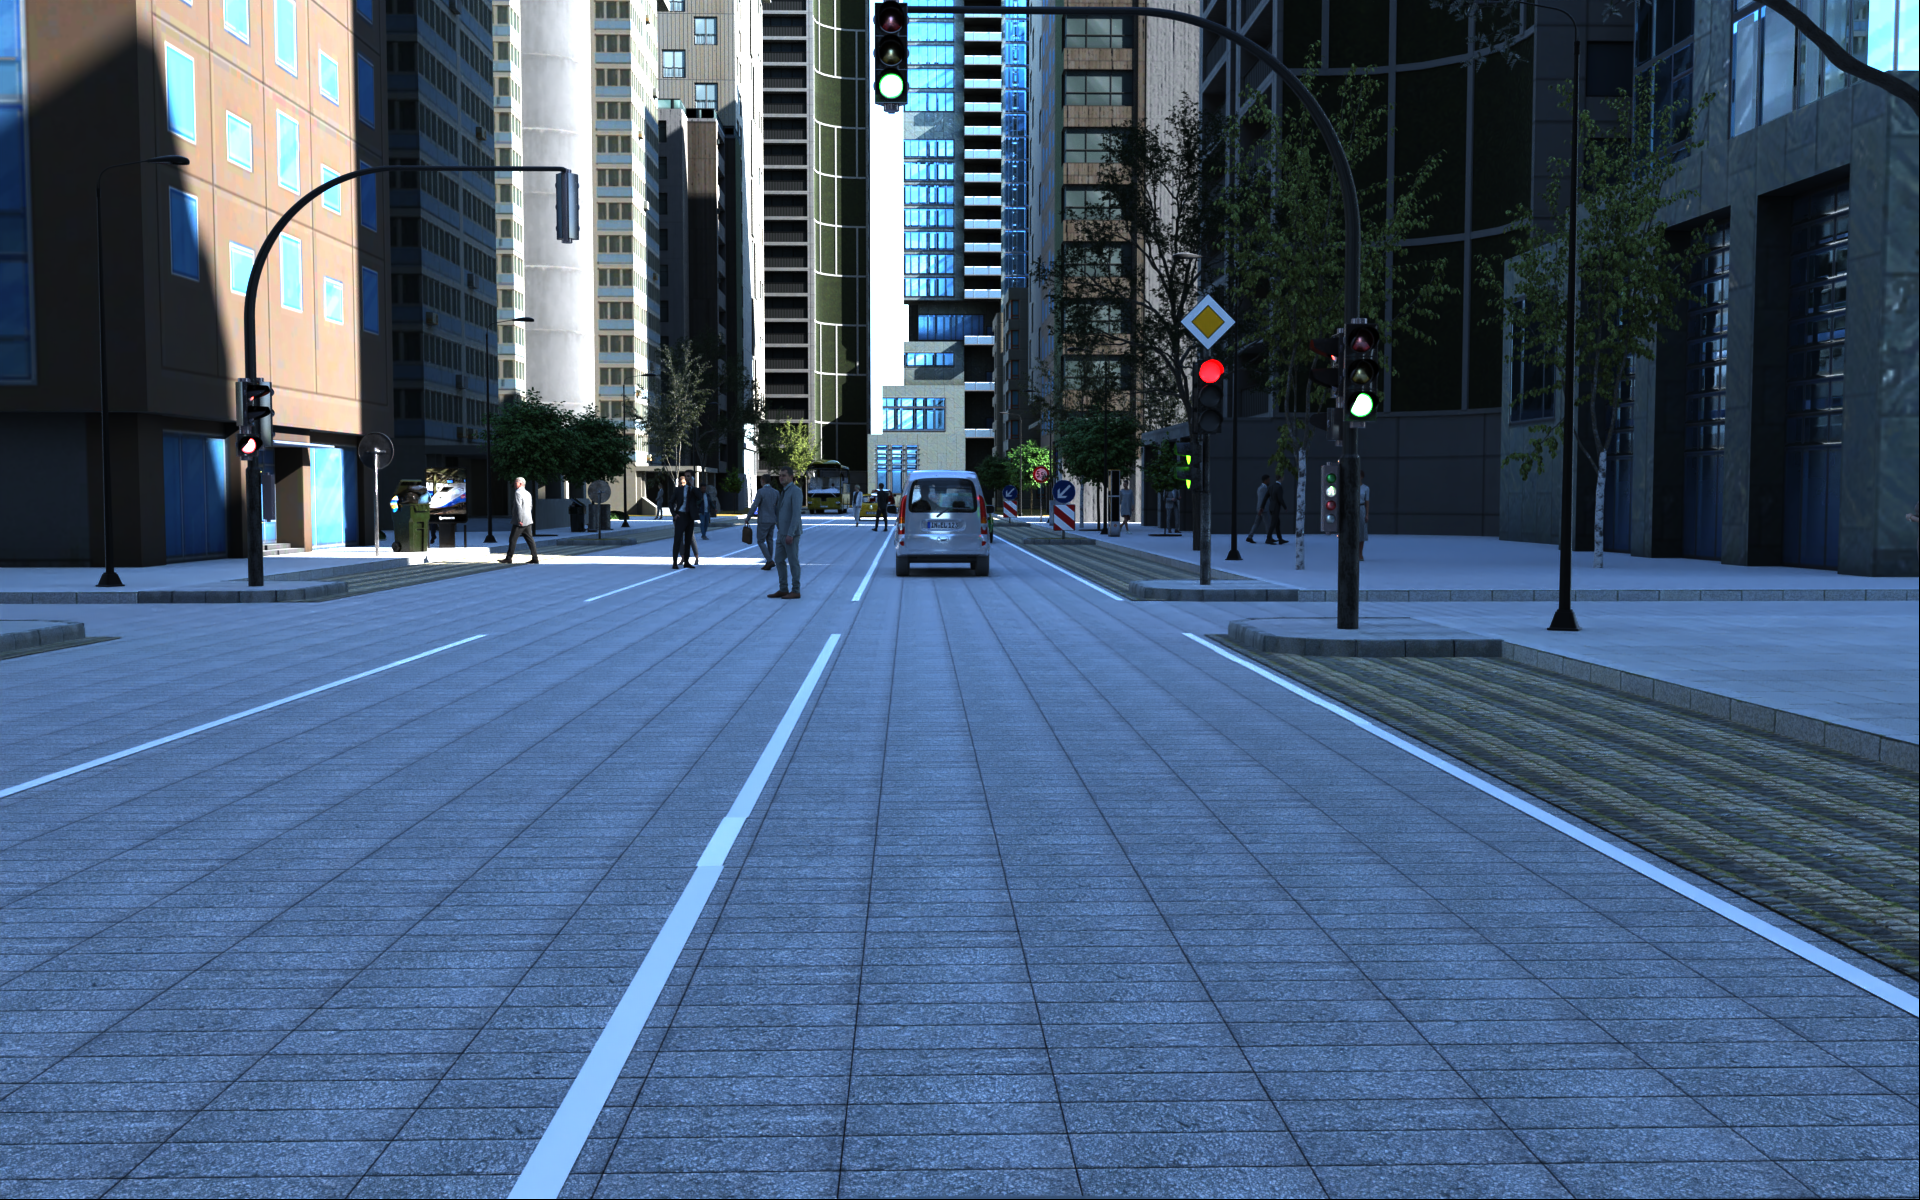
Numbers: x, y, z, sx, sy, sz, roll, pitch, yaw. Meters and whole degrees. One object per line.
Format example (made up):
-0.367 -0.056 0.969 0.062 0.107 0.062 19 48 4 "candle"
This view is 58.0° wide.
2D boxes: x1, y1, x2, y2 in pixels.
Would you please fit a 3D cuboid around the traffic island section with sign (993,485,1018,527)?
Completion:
2.061 -4.153 76.533 1.989 1.847 2.006 0 4 -2 "traffic island section with sign"

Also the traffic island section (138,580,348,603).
-9.842 -0.116 24.170 2.009 0.180 2.903 0 4 -2 "traffic island section"

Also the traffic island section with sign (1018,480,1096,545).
2.802 -2.505 49.588 1.989 1.847 2.006 0 4 -2 "traffic island section with sign"

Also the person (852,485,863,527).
-4.501 -4.142 76.097 0.514 1.842 0.818 1 4 9 "person"

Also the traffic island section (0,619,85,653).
-9.622 0.373 16.188 2.009 0.180 2.903 0 4 -2 "traffic island section"

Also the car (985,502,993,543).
0.011 -2.656 52.229 1.959 1.807 4.718 0 4 -3 "car"

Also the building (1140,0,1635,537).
17.809 -37.902 57.949 20.563 71.187 20.611 0 4 -2 "building"

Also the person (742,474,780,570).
-3.692 -1.477 32.765 0.853 1.813 0.709 3 5 44 "person"

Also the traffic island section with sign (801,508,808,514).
-12.318 -7.193 126.237 1.989 1.847 2.006 0 4 -2 "traffic island section with sign"

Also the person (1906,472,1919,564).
10.581 -0.620 18.971 0.599 1.781 0.374 -3 5 -44 "person"

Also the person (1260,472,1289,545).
8.057 -2.328 43.885 0.755 1.850 0.659 -1 4 -18 "person"

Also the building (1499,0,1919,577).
29.272 -44.220 35.667 31.000 86.520 22.319 0 4 -2 "building"

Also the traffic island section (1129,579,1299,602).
3.494 -0.138 24.531 2.009 0.180 2.903 0 4 -2 "traffic island section"

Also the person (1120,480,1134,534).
5.309 -2.997 55.792 0.466 1.731 0.760 -3 4 -37 "person"

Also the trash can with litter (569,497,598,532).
-12.640 -2.872 58.346 1.055 1.170 0.624 0 4 6 "trash can with litter"

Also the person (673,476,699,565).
-5.561 -1.603 34.988 0.520 1.790 0.573 -1 4 -17 "person"

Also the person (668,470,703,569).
-5.267 -1.559 33.358 0.648 1.900 0.474 -2 4 -27 "person"

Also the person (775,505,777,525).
-8.544 -4.097 80.980 0.738 1.151 1.012 -2 4 -29 "person"

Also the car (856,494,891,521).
-4.745 -5.071 93.135 2.015 1.641 3.980 0 4 -2 "car"

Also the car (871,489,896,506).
-6.045 -7.636 133.522 2.281 1.827 5.304 0 4 -3 "car"

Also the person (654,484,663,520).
-15.222 -4.956 87.344 0.573 1.790 0.520 -1 4 -20 "person"

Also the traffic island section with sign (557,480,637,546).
-10.181 -2.455 48.773 1.989 1.847 2.006 0 4 -2 "traffic island section with sign"

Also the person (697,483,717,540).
-8.014 -2.773 54.185 0.721 1.781 0.623 2 4 34 "person"

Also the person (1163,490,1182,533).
7.040 -3.115 57.174 0.606 1.804 0.583 -2 4 -30 "person"

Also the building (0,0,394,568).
-21.044 -23.566 35.421 14.600 45.320 14.200 0 4 -2 "building"

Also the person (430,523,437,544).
-13.442 -2.358 44.508 0.656 1.842 0.836 -2 4 -35 "person"

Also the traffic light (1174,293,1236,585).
3.454 -2.171 24.416 0.839 4.253 0.868 0 4 -2 "traffic light"

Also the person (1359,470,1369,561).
7.586 -1.625 33.180 0.480 1.755 0.524 1 4 16 "person"

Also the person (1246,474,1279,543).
7.866 -2.367 45.023 0.850 1.792 0.678 0 4 -1 "person"

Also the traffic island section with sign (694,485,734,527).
-10.936 -4.103 75.718 1.989 1.847 2.006 0 4 -2 "traffic island section with sign"

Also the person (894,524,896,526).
-1.775 -2.569 56.000 0.738 1.151 1.012 0 4 -2 "person"

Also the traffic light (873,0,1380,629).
1.585 -2.542 16.235 4.771 5.953 1.251 0 4 -2 "traffic light"

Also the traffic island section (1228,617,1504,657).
3.714 0.351 16.549 2.009 0.180 2.903 0 4 -2 "traffic island section"

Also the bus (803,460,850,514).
-9.688 -8.341 127.929 2.896 3.916 12.252 0 4 -1 "bus"

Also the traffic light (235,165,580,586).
-7.713 -3.025 24.129 4.771 5.953 1.251 0 4 -2 "traffic light"

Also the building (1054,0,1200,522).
11.444 -19.122 84.338 14.160 30.474 14.107 0 4 -2 "building"

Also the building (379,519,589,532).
-31.335 -22.831 65.164 32.217 40.220 23.993 0 4 -2 "building"

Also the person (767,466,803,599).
-2.348 -0.927 23.755 0.391 1.810 0.635 -2 4 -32 "person"

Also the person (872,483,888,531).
-3.059 -3.558 66.447 0.659 1.850 0.755 -3 5 -42 "person"

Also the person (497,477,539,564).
-9.072 -1.630 35.548 0.834 1.777 0.661 0 4 2 "person"

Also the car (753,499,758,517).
-12.014 -6.068 108.809 1.945 1.707 3.694 0 4 -1 "car"

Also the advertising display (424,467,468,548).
-12.211 -2.200 41.178 0.974 1.923 0.123 -1 4 -21 "advertising display"
